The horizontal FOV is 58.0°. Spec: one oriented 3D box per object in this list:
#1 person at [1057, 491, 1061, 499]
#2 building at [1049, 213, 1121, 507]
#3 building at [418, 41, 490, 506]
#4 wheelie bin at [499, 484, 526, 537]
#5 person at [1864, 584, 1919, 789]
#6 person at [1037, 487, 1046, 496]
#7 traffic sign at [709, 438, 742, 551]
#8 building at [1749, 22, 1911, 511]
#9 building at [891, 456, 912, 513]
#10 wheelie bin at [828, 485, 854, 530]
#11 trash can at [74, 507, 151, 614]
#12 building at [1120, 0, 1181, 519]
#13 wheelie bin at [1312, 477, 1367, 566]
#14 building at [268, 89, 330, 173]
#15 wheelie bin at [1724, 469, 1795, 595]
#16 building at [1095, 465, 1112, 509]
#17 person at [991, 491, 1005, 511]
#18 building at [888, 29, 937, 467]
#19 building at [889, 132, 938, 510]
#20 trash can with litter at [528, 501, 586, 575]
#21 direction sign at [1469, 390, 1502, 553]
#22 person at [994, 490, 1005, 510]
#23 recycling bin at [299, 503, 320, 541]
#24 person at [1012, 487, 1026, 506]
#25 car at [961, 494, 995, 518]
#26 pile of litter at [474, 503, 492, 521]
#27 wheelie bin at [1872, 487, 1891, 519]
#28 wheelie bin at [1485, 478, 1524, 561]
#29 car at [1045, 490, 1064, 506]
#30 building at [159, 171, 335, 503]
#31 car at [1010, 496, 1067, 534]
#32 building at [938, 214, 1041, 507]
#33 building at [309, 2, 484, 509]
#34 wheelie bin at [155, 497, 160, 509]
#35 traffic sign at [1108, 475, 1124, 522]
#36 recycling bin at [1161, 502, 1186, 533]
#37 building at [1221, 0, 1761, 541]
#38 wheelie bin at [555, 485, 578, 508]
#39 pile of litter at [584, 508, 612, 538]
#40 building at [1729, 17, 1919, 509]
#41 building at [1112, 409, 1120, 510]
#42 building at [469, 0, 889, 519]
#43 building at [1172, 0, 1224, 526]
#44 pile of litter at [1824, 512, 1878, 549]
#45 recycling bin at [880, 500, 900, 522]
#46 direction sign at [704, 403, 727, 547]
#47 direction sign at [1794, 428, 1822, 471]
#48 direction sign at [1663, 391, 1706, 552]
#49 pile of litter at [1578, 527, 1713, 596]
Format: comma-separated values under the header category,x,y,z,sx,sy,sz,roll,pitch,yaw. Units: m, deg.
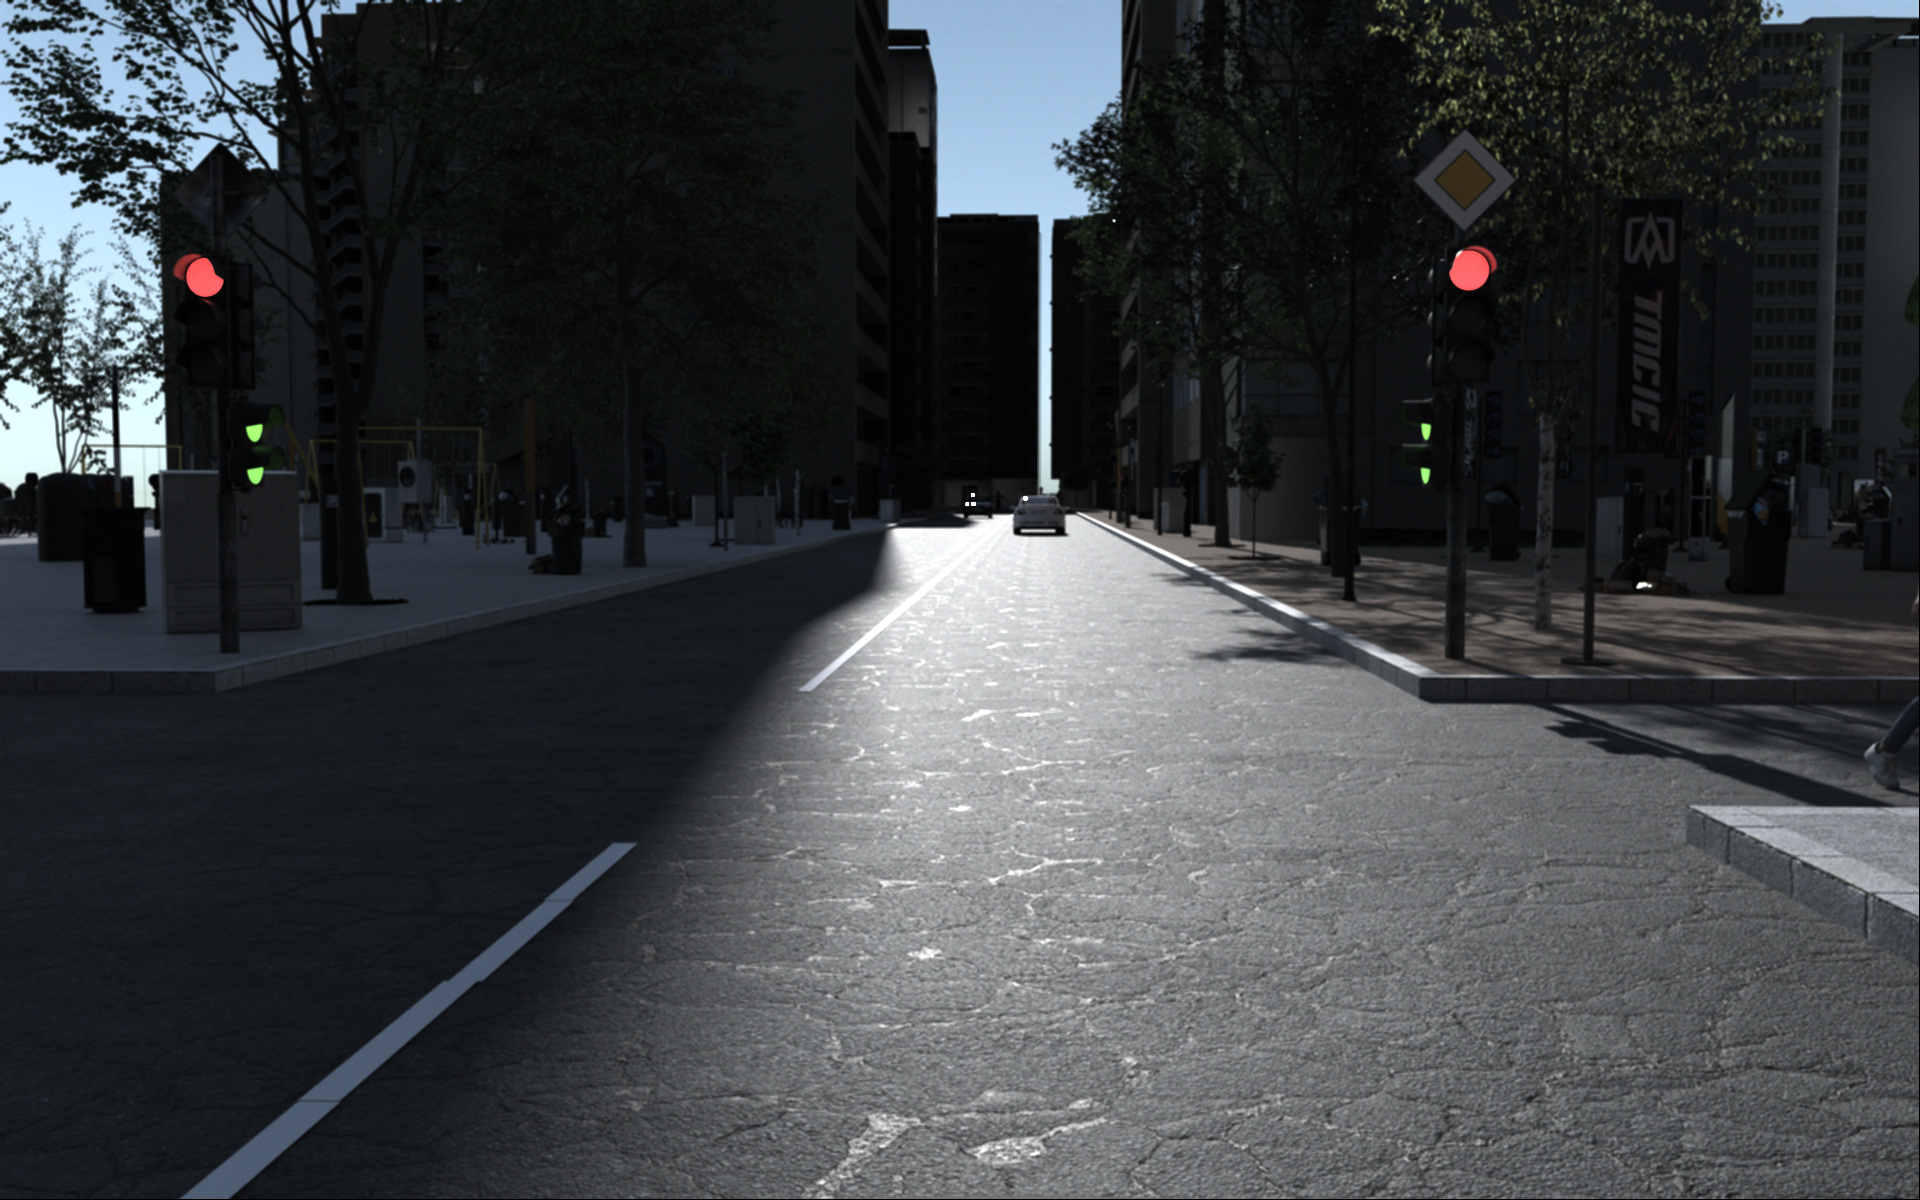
category,x,y,z,sx,sy,sz,roll,pitch,yaw
person,9.213,-9.306,161.329,0.621,1.740,0.551,-1,4,-9
building,16.467,-25.016,180.708,14.107,30.474,14.160,0,4,3
building,-28.913,-27.889,147.869,23.993,40.220,32.217,0,4,3
wheelie bin,-13.403,-2.694,51.953,0.693,1.594,0.980,1,4,12
person,4.716,0.050,8.363,0.598,1.740,0.731,3,5,39
person,3.690,-4.030,75.056,0.731,1.740,0.598,-3,5,-40
traffic sign,-5.278,-2.377,38.964,0.768,2.556,0.104,0,4,6
building,58.533,-27.629,143.621,23.993,40.220,32.217,0,4,3
building,-13.926,-41.698,120.014,20.563,71.187,20.611,0,4,3
wheelie bin,-4.270,-3.322,62.229,0.980,1.594,0.693,0,4,3
trash can,-9.147,-0.433,18.734,0.748,1.137,0.748,0,3,0
building,20.374,-29.045,98.593,21.300,48.544,21.600,0,4,3
wheelie bin,6.791,-1.420,31.126,0.980,1.594,0.693,0,4,-3
building,-58.805,-32.600,187.636,28.867,44.769,22.147,0,4,3
wheelie bin,10.296,-0.881,22.318,0.693,1.594,0.980,0,4,1
building,22.519,-43.537,150.080,20.563,71.187,20.611,0,4,3
person,3.163,-8.314,145.142,1.217,1.736,0.721,-1,4,-12
building,-9.155,-28.889,155.926,14.086,41.232,14.154,0,4,3
building,-9.412,-22.428,138.400,14.160,30.474,14.107,0,4,3
trash can with litter,-6.485,-0.996,27.669,1.055,1.170,0.624,2,4,33
direction sign,11.416,-2.817,38.047,0.876,3.537,0.379,1,4,19
person,3.243,-8.405,146.650,1.217,1.736,0.721,-1,4,-9
recycling bin,-17.919,-2.162,47.896,0.722,1.027,0.722,-3,4,-36
person,2.789,-4.511,82.615,0.716,1.782,0.532,3,5,40
car,1.090,-5.758,103.936,2.009,1.686,4.222,0,4,1
pile of litter,-22.272,-4.111,81.182,1.719,0.858,1.176,2,4,30
wheelie bin,36.325,-3.687,68.195,0.693,1.594,0.980,3,5,42
wheelie bin,10.509,-1.562,33.445,0.693,1.594,0.980,1,4,21
car,7.534,-8.235,143.686,2.155,1.783,4.494,0,4,4
building,-62.862,-23.666,158.644,14.107,30.474,14.160,0,4,3
car,2.856,-3.090,62.890,2.083,1.381,4.827,0,4,1
building,1.364,-25.062,181.470,14.107,30.474,14.160,0,4,3
building,-48.751,-30.997,156.912,14.200,45.320,14.600,0,4,3
wheelie bin,-31.764,-3.767,69.495,0.693,1.594,0.980,1,4,9
traffic sign,7.333,-4.942,80.803,0.884,2.594,0.081,1,4,11
recycling bin,7.143,-2.779,57.997,0.722,1.027,0.722,-1,4,-20
building,15.088,-22.620,53.426,14.154,41.232,14.086,0,4,3
wheelie bin,-13.619,-3.187,60.020,0.693,1.594,0.980,-2,4,-28
pile of litter,-10.949,-2.296,51.512,1.176,0.858,1.719,0,4,-8
building,78.276,-28.676,152.441,14.086,41.232,14.154,0,4,3
building,22.938,-49.611,123.811,22.319,86.520,31.000,0,4,3
building,-15.633,-29.113,99.695,21.300,48.544,21.600,0,4,3
building,16.885,-26.008,75.344,14.600,45.320,14.200,0,4,3
pile of litter,21.142,-1.613,40.335,1.719,0.858,1.176,3,5,40
recycling bin,-3.211,-4.102,79.616,0.722,1.027,0.722,2,4,28
direction sign,-5.949,-3.075,42.266,0.379,3.537,0.876,-3,5,-45
direction sign,29.124,-4.131,59.537,0.379,3.537,0.876,-3,5,-45
direction sign,15.981,-2.831,38.284,0.876,3.537,0.379,3,5,43
pile of litter,8.826,-0.514,22.365,1.176,0.858,1.719,-1,4,-22
